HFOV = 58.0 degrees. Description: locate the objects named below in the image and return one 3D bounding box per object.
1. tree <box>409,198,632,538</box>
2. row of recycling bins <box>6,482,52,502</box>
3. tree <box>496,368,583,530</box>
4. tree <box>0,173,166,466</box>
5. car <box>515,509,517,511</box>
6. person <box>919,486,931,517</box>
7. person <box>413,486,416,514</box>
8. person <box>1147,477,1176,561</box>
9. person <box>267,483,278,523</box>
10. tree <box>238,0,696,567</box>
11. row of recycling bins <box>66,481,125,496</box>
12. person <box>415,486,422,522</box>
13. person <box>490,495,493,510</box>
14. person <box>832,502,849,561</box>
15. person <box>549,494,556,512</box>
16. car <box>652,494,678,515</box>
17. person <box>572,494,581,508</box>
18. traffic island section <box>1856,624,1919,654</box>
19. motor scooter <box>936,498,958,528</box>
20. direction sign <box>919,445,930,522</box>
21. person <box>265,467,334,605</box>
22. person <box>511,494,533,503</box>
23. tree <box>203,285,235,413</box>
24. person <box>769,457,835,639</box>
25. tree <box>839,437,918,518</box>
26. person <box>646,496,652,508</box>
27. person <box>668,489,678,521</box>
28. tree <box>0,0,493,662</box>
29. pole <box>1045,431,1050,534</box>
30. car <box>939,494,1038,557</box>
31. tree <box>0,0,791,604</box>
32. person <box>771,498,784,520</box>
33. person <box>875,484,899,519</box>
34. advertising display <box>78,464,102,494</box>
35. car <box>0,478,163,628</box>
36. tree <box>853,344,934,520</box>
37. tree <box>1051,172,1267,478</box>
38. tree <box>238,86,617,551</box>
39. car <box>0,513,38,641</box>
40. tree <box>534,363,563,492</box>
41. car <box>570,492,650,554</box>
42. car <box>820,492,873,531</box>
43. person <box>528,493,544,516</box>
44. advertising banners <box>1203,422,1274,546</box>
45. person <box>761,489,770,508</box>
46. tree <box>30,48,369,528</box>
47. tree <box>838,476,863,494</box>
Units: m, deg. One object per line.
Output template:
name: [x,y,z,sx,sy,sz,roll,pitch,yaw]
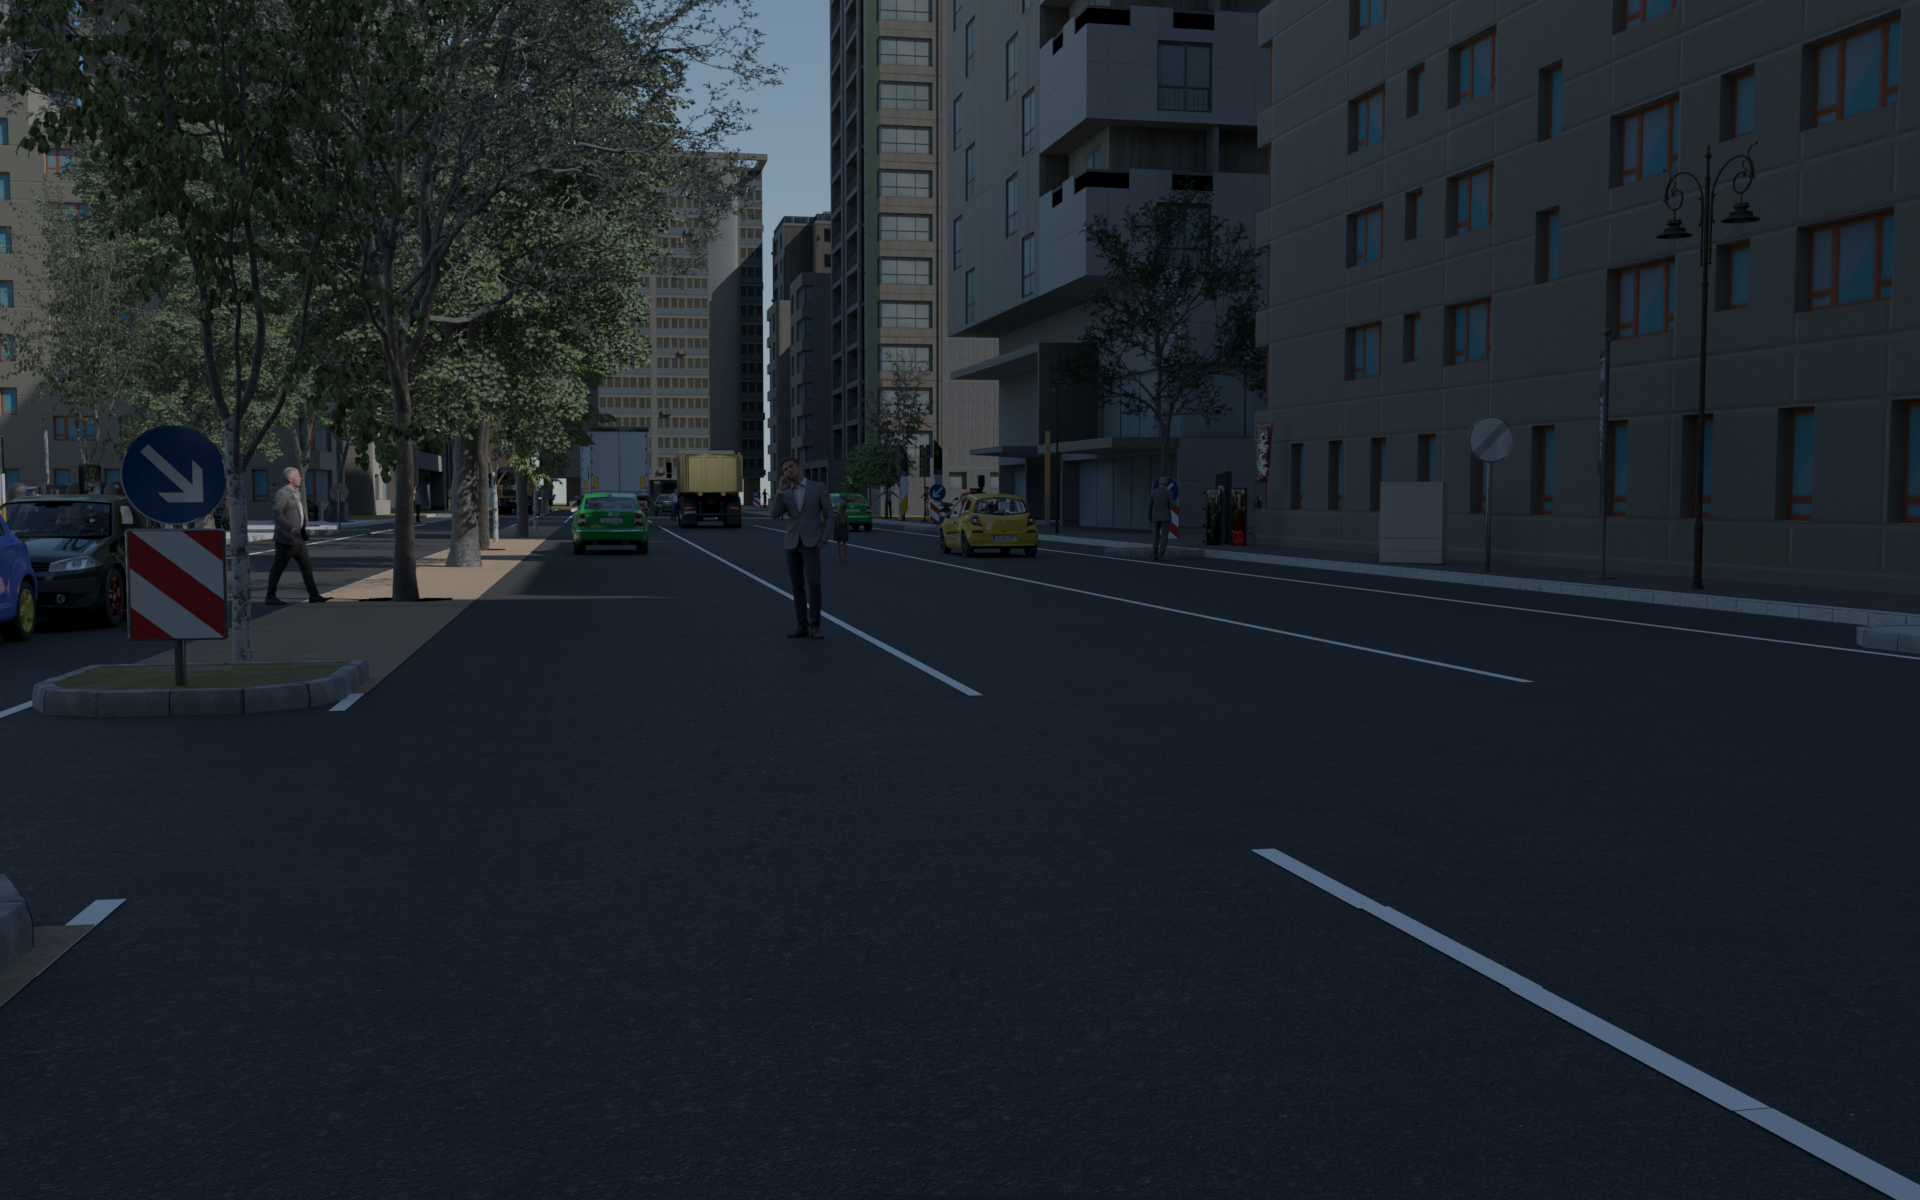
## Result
tree: [-14.560,-8.337,56.891,7.486,12.596,7.792,0,3,0]
row of recycling bins: [-31.991,-3.341,61.745,3.534,1.692,1.069,-2,4,-28]
tree: [-17.087,-7.131,69.417,4.360,8.622,3.978,0,3,0]
tree: [-20.227,-5.476,39.894,4.360,8.622,3.978,0,3,0]
car: [-36.151,-8.042,144.069,1.945,1.354,3.894,-1,4,-13]
person: [-1.963,-5.615,98.676,0.721,1.723,1.217,2,4,32]
person: [-35.168,-6.468,111.807,0.705,1.823,1.348,0,4,-4]
person: [4.385,-1.755,37.372,0.661,1.801,0.590,2,4,29]
person: [-29.937,-4.240,75.708,0.721,1.781,0.623,-2,4,-29]
tree: [-9.750,-7.615,33.616,9.857,13.997,8.962,0,3,0]
row of recycling bins: [-26.830,-2.916,54.787,3.534,1.692,1.069,1,4,22]
person: [-27.241,-4.812,87.161,0.705,1.826,1.348,-1,4,-12]
person: [-42.256,-9.093,157.188,1.348,1.822,0.705,3,4,38]
person: [-2.566,-1.475,37.286,0.362,1.253,0.373,0,4,-4]
person: [-32.109,-7.616,136.251,0.697,1.427,0.421,-3,4,-38]
car: [-19.969,-6.511,118.252,2.131,1.459,4.920,-1,4,-10]
person: [-32.053,-8.136,144.713,0.628,1.438,0.799,0,4,1]
traffic island section: [9.608,0.411,15.569,2.009,0.180,2.903,-1,4,-12]
motor scooter: [-0.416,-2.969,61.325,0.815,1.314,1.986,-1,4,-13]
direction sign: [-1.615,-5.353,79.519,0.379,3.537,0.876,-2,4,-34]
person: [-8.613,-0.831,22.488,0.834,1.777,0.661,0,4,-6]
person: [-26.432,-5.880,104.656,1.348,1.821,0.705,-2,4,-30]
tree: [-25.880,-8.702,68.028,9.928,11.665,9.643,0,3,0]
person: [-1.564,-0.524,17.249,0.592,1.802,0.473,2,4,29]
tree: [-3.952,-6.726,93.680,4.285,4.588,4.351,0,3,0]
person: [-26.716,-8.483,147.910,1.217,1.735,0.721,1,4,13]
person: [-15.320,-5.127,93.265,0.756,1.711,0.436,-2,4,-33]
tree: [-5.802,-3.726,13.740,4.737,8.622,4.395,0,3,0]
pole: [2.840,-3.810,56.133,0.158,3.312,0.155,0,3,0]
car: [0.618,-1.866,40.728,2.015,1.641,3.980,-1,4,-12]
tree: [-7.330,-6.711,22.548,12.009,13.543,11.850,0,3,0]
person: [-9.878,-5.276,95.580,1.217,1.723,0.721,-2,4,-30]
person: [-3.757,-5.178,90.686,1.348,1.826,0.705,0,4,-6]
advertising display: [-18.827,-1.976,37.519,0.123,1.923,0.974,0,4,-6]
car: [-10.149,-0.603,19.653,2.009,1.686,4.222,-1,4,-11]
tree: [-3.044,-8.270,85.578,4.360,8.622,3.978,0,3,0]
tree: [6.108,-7.040,49.522,7.601,10.594,8.767,-2,4,-30]
tree: [-11.963,-7.046,43.415,9.928,11.665,9.643,0,3,0]
car: [-9.661,-0.362,15.514,1.945,1.707,3.694,-1,4,-13]
tree: [-13.638,-5.989,50.736,4.737,8.622,4.395,0,3,0]
car: [-8.610,-2.071,42.663,1.959,1.807,4.718,-1,4,-11]
car: [-4.578,-3.594,67.557,1.959,1.807,4.718,-1,4,-13]
person: [-27.182,-6.272,111.188,1.348,1.807,0.705,1,4,12]
advertising banners: [6.846,-2.843,42.670,0.090,3.025,2.074,-3,5,-45]
person: [-18.544,-9.714,164.886,1.348,1.822,0.705,3,4,38]
tree: [-23.353,-8.961,53.173,9.857,13.997,8.962,0,3,0]
tree: [-6.141,-6.597,102.460,1.663,3.219,1.824,0,3,0]
